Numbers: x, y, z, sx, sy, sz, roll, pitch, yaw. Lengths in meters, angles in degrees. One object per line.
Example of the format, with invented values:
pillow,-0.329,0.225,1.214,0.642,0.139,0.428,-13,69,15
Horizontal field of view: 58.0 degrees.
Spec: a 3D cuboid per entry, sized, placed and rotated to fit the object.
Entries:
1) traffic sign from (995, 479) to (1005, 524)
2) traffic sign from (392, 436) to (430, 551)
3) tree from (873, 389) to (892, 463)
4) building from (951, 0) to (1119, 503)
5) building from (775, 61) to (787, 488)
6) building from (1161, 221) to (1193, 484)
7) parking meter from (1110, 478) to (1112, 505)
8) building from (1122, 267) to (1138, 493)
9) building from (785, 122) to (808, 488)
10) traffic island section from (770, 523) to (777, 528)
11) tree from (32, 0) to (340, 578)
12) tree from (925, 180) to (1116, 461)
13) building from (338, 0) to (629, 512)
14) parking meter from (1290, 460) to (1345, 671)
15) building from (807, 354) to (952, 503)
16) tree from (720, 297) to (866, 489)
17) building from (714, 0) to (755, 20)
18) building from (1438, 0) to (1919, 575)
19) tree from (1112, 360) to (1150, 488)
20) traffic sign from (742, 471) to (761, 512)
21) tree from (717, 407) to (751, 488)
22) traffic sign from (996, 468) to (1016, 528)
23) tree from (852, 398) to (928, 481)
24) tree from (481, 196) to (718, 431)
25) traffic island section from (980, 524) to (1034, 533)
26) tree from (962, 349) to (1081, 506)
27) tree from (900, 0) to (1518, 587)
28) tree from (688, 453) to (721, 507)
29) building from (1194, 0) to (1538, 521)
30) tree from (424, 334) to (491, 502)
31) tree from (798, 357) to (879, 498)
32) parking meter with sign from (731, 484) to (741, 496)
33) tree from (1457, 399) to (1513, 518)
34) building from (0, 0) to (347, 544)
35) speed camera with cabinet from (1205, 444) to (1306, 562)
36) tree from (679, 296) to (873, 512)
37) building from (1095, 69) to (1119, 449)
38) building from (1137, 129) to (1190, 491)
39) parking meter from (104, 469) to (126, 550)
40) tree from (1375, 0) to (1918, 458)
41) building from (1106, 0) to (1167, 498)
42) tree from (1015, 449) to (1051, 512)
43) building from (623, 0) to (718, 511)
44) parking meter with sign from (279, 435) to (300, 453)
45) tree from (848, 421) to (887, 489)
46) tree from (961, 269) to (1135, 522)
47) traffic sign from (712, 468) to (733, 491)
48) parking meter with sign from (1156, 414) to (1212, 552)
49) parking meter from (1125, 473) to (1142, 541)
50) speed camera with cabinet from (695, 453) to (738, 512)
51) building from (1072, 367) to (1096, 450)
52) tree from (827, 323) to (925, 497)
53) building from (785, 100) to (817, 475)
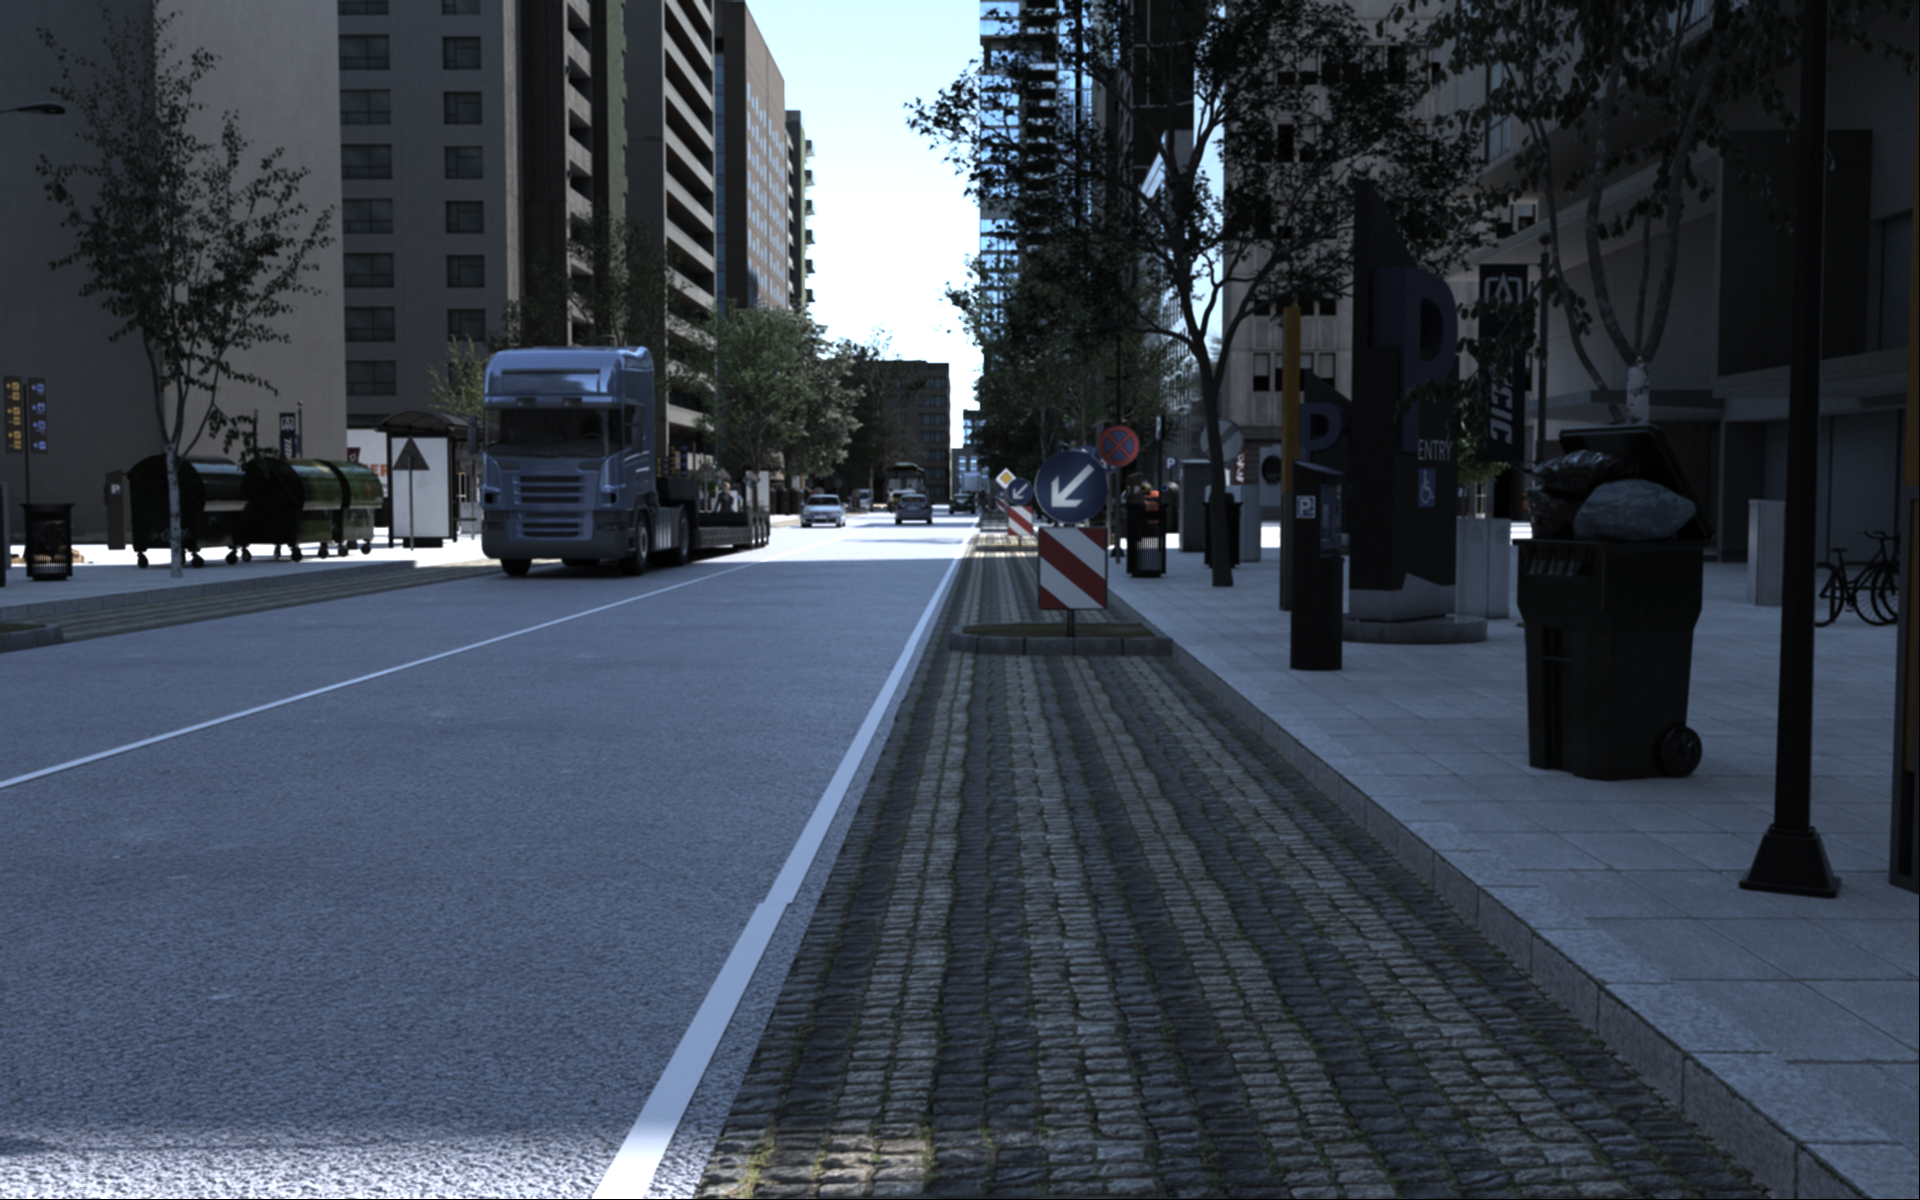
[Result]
traffic sign,1.892,-4.286,73.724,0.795,2.450,0.064,0,4,1
traffic sign,-12.256,-2.364,38.663,0.884,2.594,0.081,1,4,8
tree,-10.060,-14.151,157.128,9.928,11.665,9.643,0,3,0
building,14.482,-57.273,249.076,31.000,86.520,22.319,0,4,1
building,-24.822,-31.834,170.598,14.600,45.320,14.200,0,4,1
building,18.094,-15.228,103.735,10.420,20.320,16.860,0,4,1
parking meter,5.209,-3.425,61.710,0.399,1.863,0.255,0,4,5
building,19.951,-19.013,140.540,12.332,23.373,15.834,0,4,1
building,-24.104,-30.669,185.026,14.154,41.232,14.086,0,4,1
traffic island section,-8.924,-3.163,73.995,2.009,0.180,2.903,0,4,1
tree,-11.861,-4.637,26.183,4.360,8.622,3.978,0,3,0
tree,4.515,-15.347,106.813,12.611,20.169,13.585,0,3,0
building,-25.296,-19.350,88.075,14.160,30.474,14.107,0,4,1
parking meter,2.620,-0.262,12.699,0.372,1.533,0.369,0,3,0
building,-15.989,-25.084,255.154,28.899,21.520,27.650,0,4,1
tree,-10.994,-12.560,112.007,9.857,13.997,8.962,0,3,0
building,-25.073,-30.946,156.070,14.600,45.320,14.200,0,4,1
building,25.338,-26.950,29.872,28.713,52.752,27.495,0,4,1
tree,9.542,-8.437,88.308,4.360,8.622,3.978,0,3,0
traffic sign,-8.900,-4.299,73.933,0.795,2.450,0.064,0,4,1
tree,-18.660,-11.670,141.173,4.737,8.622,4.395,0,3,0
traffic sign,1.751,-3.798,65.740,0.795,2.450,0.064,0,4,1
tree,-9.130,-18.896,219.319,12.009,13.543,11.850,0,3,0
tree,-11.560,-7.395,55.315,8.767,10.594,7.601,1,4,14
traffic island section,1.775,-2.663,65.816,2.009,0.180,2.903,0,4,1
tree,5.034,-14.122,137.556,9.857,13.997,8.962,0,3,0
tree,3.610,-5.488,24.135,8.767,10.594,7.601,-1,4,-11
tree,-11.776,-5.320,81.578,1.663,3.219,1.824,0,3,0
building,22.304,-16.431,86.675,19.932,24.808,12.078,0,4,1
tree,-22.115,-7.848,78.684,4.737,8.622,4.395,0,3,0
tree,-10.575,-13.816,144.016,7.486,12.596,7.792,0,3,0
parking meter with sign,-16.637,-8.081,128.392,1.738,3.016,0.543,-1,4,-20
tree,17.267,-4.630,59.421,4.285,4.588,4.351,0,3,0
building,-31.988,-15.725,50.614,24.014,27.812,14.314,0,4,1
speed camera with cabinet,5.533,-2.339,32.576,0.660,3.252,2.038,-3,4,-39
tree,-10.813,-10.107,91.005,9.928,11.665,9.643,0,3,0
building,21.464,-32.383,179.572,14.600,45.320,14.200,0,4,1
building,19.420,-18.623,122.500,12.078,24.808,19.932,0,4,1
parking meter,-19.360,-2.077,39.665,0.399,1.863,0.255,-2,4,-34
tree,3.990,-3.647,9.986,4.360,8.622,3.978,0,3,0
building,23.506,-44.188,160.718,20.563,71.187,20.611,0,4,1
tree,5.623,-8.662,125.342,4.285,4.588,4.351,0,3,0
building,-29.436,-30.441,121.407,21.300,48.544,21.600,0,4,1
parking meter with sign,-19.520,-3.283,49.933,0.543,3.016,1.738,0,4,-7
tree,-9.220,-13.280,167.486,4.360,8.622,3.978,0,3,0
tree,4.214,-9.440,80.104,9.928,11.665,9.643,0,3,0
traffic sign,-9.041,-3.811,65.949,0.795,2.450,0.064,0,4,1
parking meter with sign,5.229,-2.568,38.243,1.738,3.016,0.543,0,4,-6
parking meter,4.708,-2.521,46.934,0.399,1.863,0.255,-2,4,-29
speed camera with cabinet,-11.779,-5.452,83.478,2.038,3.252,0.660,-1,4,-14
building,27.585,-21.827,201.905,27.650,21.520,28.899,0,4,1
tree,-8.552,-20.374,188.997,12.611,20.169,13.585,0,3,0
building,-32.660,-35.835,205.516,30.456,49.044,23.786,0,4,1
